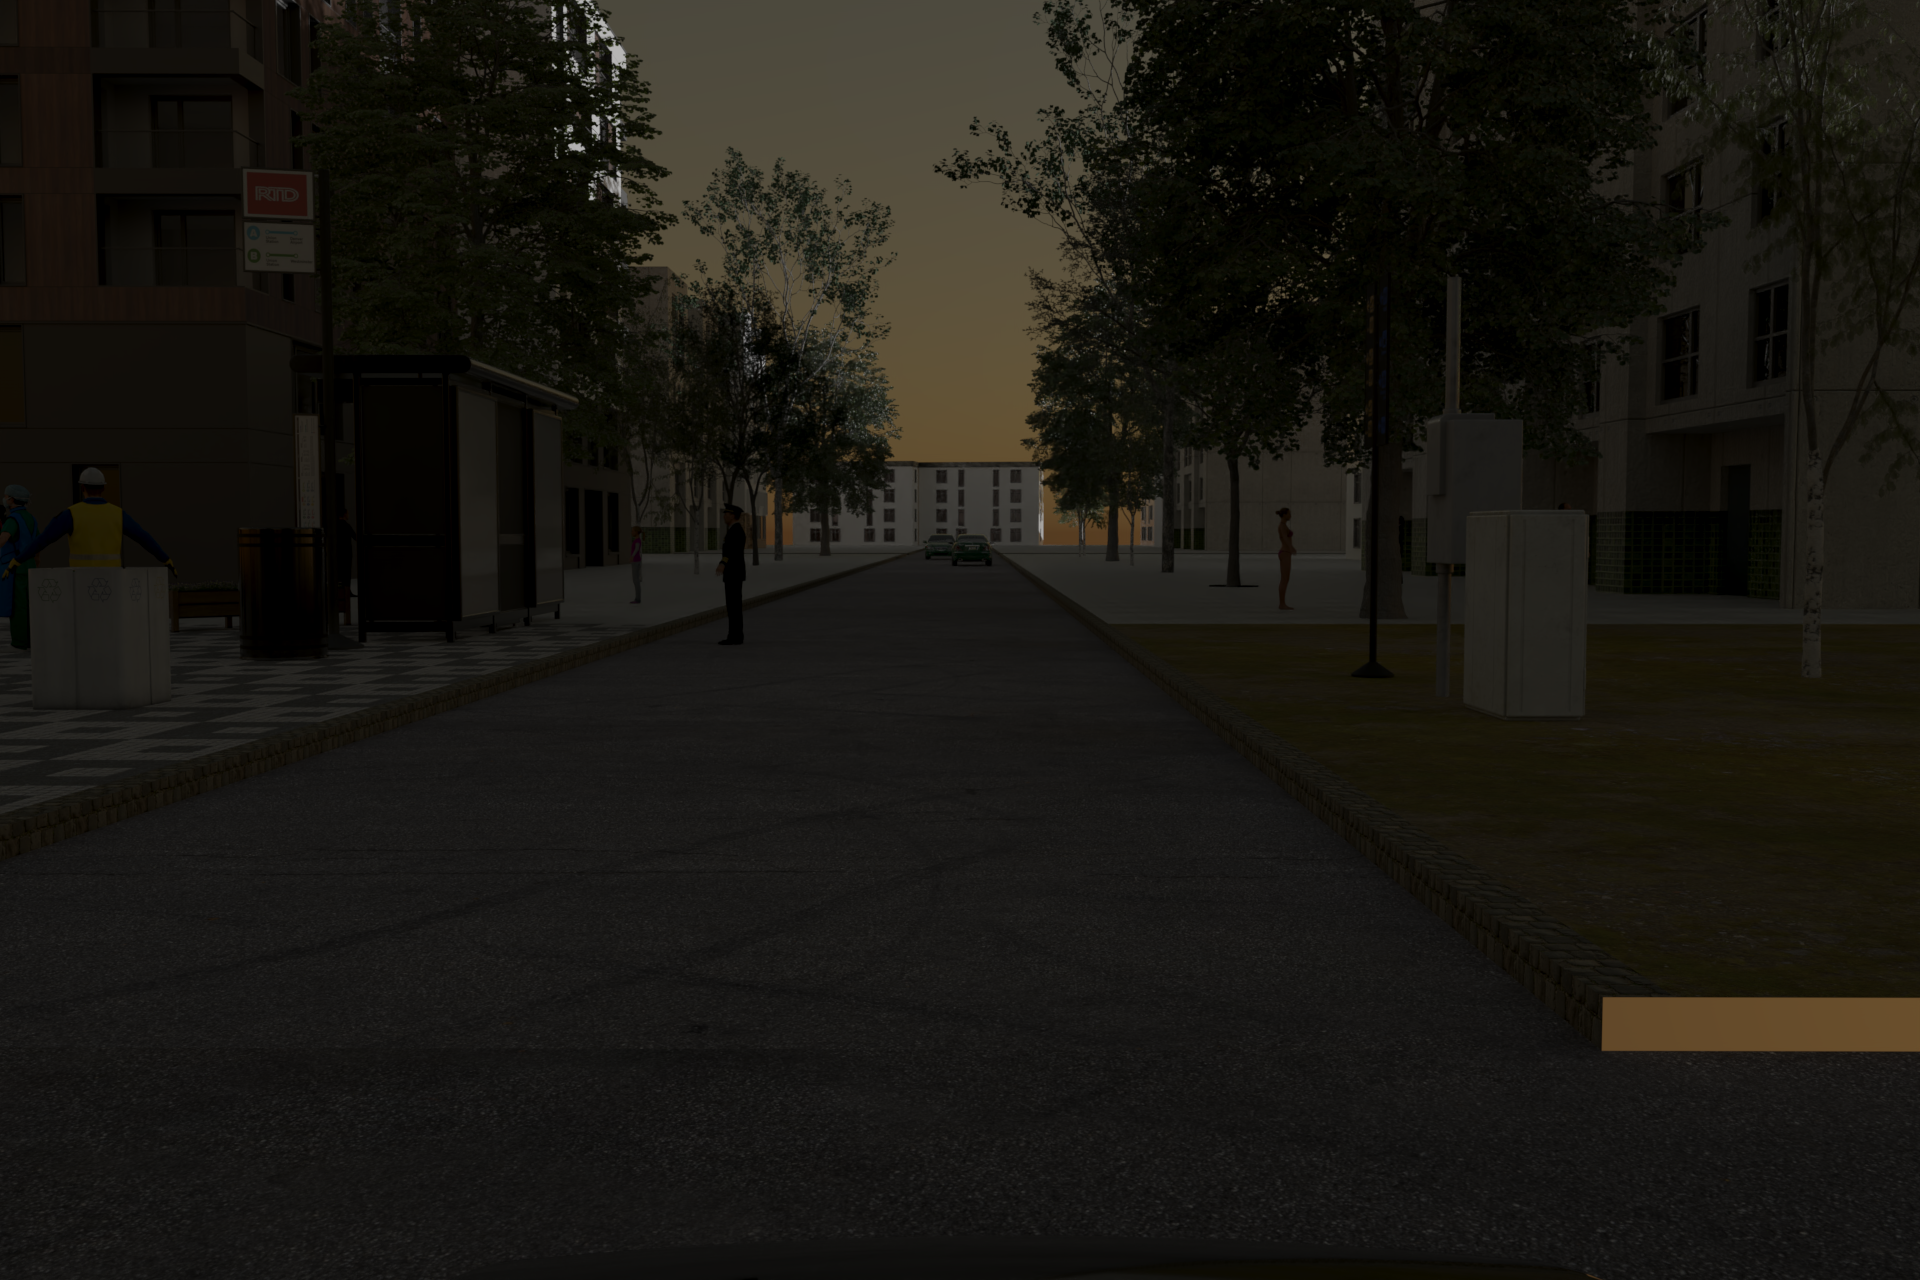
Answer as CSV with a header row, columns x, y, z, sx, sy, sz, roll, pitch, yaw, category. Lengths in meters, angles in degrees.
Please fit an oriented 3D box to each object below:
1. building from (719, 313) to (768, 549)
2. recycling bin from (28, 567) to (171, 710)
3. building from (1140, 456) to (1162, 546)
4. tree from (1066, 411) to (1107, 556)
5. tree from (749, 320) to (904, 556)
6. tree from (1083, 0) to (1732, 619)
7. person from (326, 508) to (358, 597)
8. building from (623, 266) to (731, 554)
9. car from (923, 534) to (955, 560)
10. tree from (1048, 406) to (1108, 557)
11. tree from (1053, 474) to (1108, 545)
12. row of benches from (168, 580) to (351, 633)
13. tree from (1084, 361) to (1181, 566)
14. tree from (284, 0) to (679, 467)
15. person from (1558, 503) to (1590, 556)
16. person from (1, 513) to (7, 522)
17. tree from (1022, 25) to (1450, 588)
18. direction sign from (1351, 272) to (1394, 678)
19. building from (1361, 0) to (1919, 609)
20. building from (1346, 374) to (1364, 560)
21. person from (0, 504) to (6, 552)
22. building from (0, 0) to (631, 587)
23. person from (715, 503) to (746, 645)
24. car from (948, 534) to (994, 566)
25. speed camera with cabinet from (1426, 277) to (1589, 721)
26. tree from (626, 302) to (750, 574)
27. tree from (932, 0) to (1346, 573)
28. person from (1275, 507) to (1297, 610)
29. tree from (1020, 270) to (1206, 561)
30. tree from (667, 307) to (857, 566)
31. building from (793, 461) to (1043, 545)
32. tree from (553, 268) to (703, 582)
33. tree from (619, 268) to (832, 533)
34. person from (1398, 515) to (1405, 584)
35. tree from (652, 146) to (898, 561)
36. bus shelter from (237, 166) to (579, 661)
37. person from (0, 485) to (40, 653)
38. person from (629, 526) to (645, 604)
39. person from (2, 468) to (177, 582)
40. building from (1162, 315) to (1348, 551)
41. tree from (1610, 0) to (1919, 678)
x,y,z,sx,sy,sz,roll,pitch,yaw,category
-23.050,-17.898,149.047,16.016,20.090,11.380,0,4,0,building
-6.422,-0.025,12.959,0.722,1.027,0.722,0,4,2,recycling bin
24.595,-14.536,179.815,9.099,9.664,28.070,0,3,0,building
7.357,-9.314,102.642,4.360,8.622,3.978,0,3,0,tree
-8.010,-11.941,101.882,9.857,13.997,8.962,0,3,0,tree
6.520,-7.304,26.082,9.857,13.997,8.962,0,3,0,tree
-12.454,-1.765,35.085,1.346,1.802,0.704,2,4,33,person
-27.680,-16.144,130.414,16.747,18.905,31.486,0,4,0,building
-1.036,-5.301,98.462,2.131,1.459,4.920,0,4,0,car
6.864,-8.897,95.825,4.737,8.622,4.395,0,3,0,tree
14.551,-17.326,201.405,7.486,12.596,7.792,0,3,0,tree
-10.152,-0.462,23.009,1.422,0.672,4.104,3,5,41,row of benches
6.932,-7.299,69.709,4.360,8.622,3.978,0,3,0,tree
-8.732,-6.937,31.544,7.486,12.596,7.792,0,3,0,tree
10.011,-1.370,28.669,1.348,1.796,0.705,-3,5,-44,person
-21.444,-2.018,38.781,1.354,1.856,0.705,1,4,14,person
6.624,-8.018,41.469,12.009,13.543,11.850,0,3,0,tree
3.714,-1.436,15.479,0.379,3.537,0.876,0,4,1,direction sign
22.496,-10.901,44.695,16.747,18.905,31.486,0,3,0,building
24.229,-8.129,75.049,9.099,9.664,28.070,0,4,0,building
-17.561,-1.561,31.671,1.345,1.843,0.704,0,4,6,person
-27.899,-13.067,57.623,27.936,21.610,32.646,0,4,-1,building
-2.972,-0.864,22.523,0.705,1.837,1.347,0,4,0,person
0.525,-4.107,78.946,2.131,1.459,4.920,0,4,-1,car
4.003,-1.127,12.765,0.660,3.252,2.038,0,4,0,speed camera with cabinet
-8.310,-6.380,54.679,4.360,8.622,3.978,0,3,0,tree
5.576,-12.346,57.741,12.611,20.169,13.585,0,3,0,tree
5.610,-1.388,29.492,0.721,1.733,1.217,0,4,6,person
7.148,-10.696,81.535,9.857,13.997,8.962,0,3,0,tree
-8.250,-8.320,70.444,8.767,10.594,7.601,0,4,4,tree
-4.671,-15.585,199.423,28.070,9.664,9.099,1,4,8,building
-8.512,-5.879,46.482,4.360,8.622,3.978,0,3,0,tree
-8.425,-7.795,61.856,8.767,10.594,7.601,1,4,8,tree
10.745,-2.206,42.791,0.721,1.740,1.216,1,4,22,person
-8.967,-13.973,84.349,12.611,20.169,13.585,0,3,0,tree
-6.788,-2.697,21.731,2.179,5.291,8.768,0,4,-1,bus shelter
-10.257,-0.776,18.812,0.704,1.817,1.347,0,4,-5,person
-6.034,-1.388,31.956,0.599,1.433,0.991,-1,4,-9,person
-7.234,-0.520,14.478,1.349,1.833,0.705,-3,5,-39,person
27.254,-17.166,147.128,16.747,18.905,31.486,0,4,1,building
7.511,-3.983,15.487,4.360,8.622,3.978,0,3,0,tree
